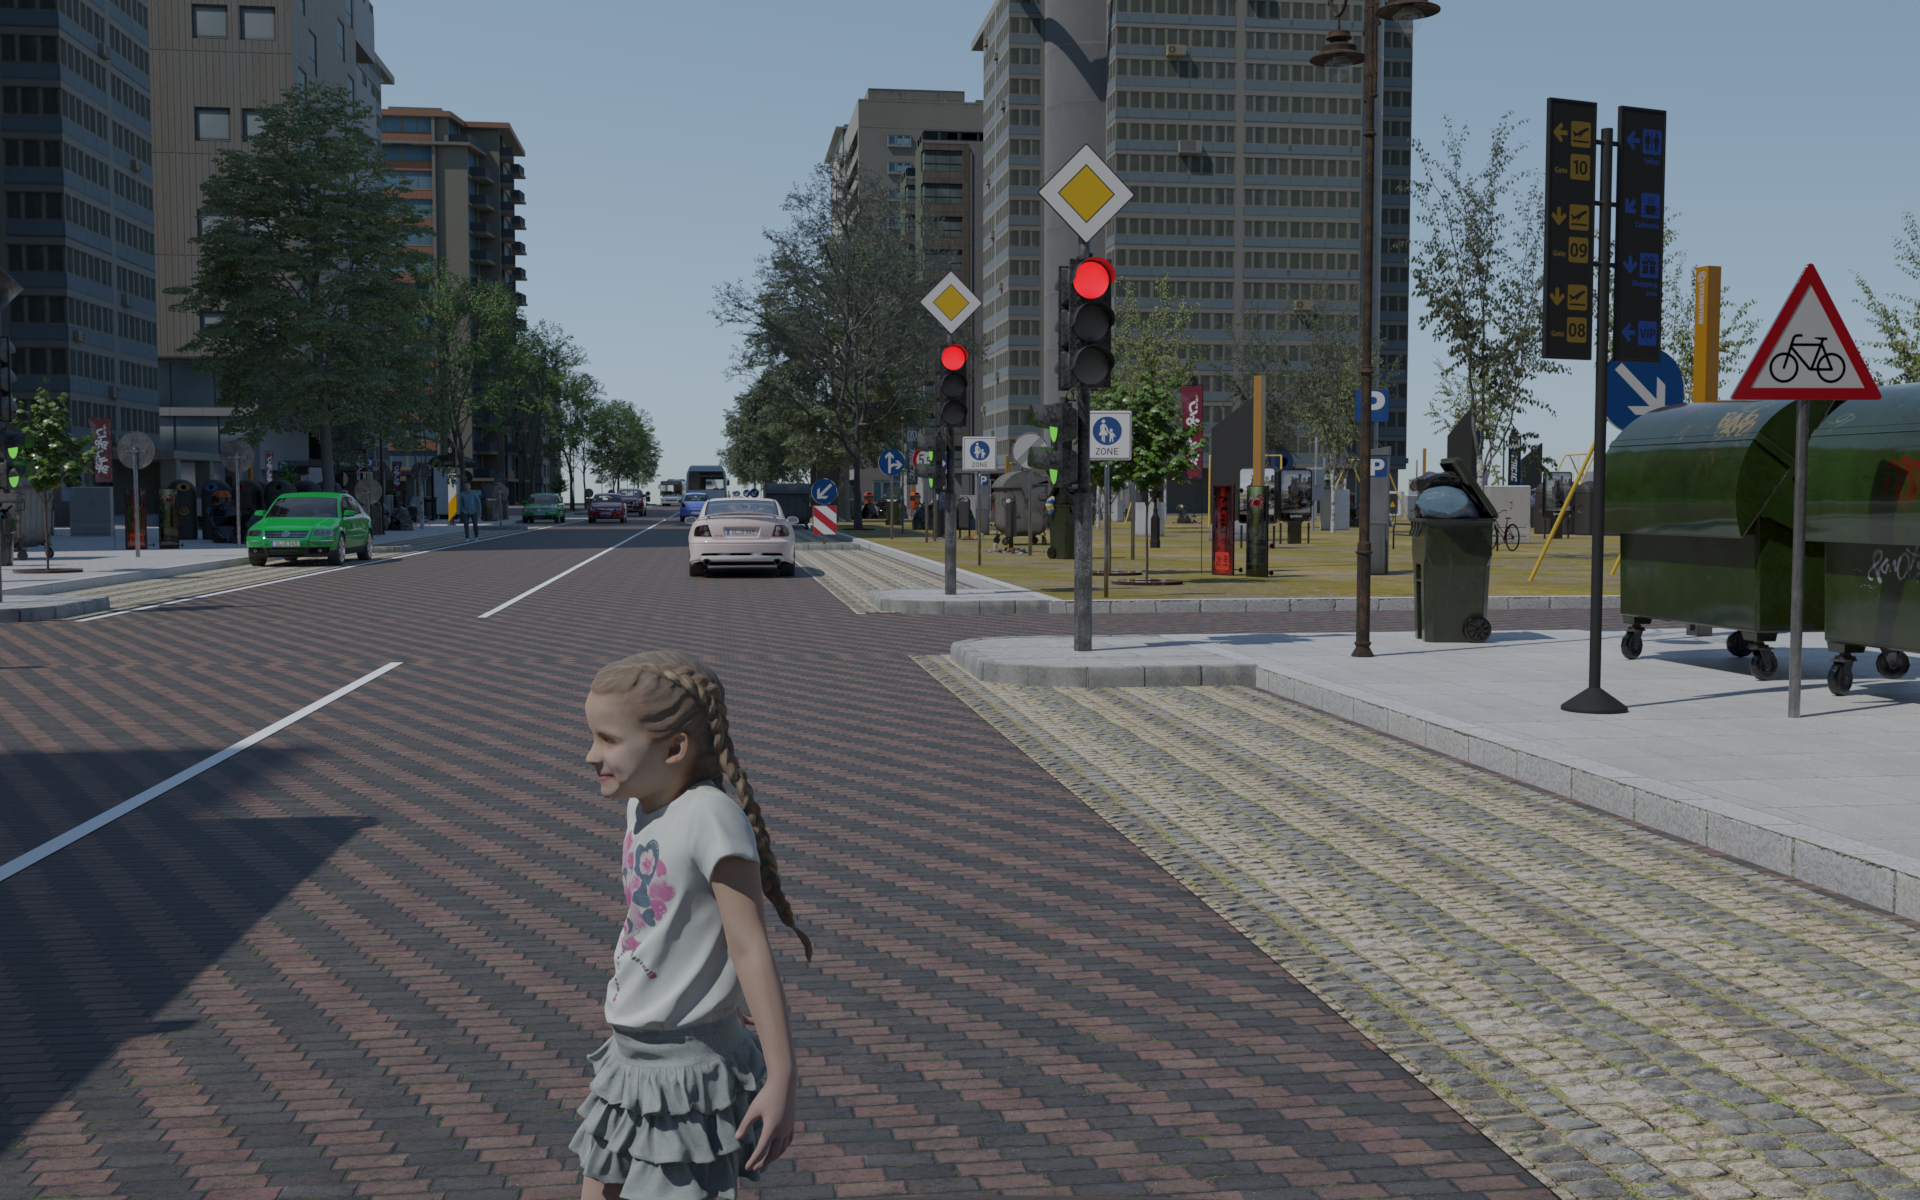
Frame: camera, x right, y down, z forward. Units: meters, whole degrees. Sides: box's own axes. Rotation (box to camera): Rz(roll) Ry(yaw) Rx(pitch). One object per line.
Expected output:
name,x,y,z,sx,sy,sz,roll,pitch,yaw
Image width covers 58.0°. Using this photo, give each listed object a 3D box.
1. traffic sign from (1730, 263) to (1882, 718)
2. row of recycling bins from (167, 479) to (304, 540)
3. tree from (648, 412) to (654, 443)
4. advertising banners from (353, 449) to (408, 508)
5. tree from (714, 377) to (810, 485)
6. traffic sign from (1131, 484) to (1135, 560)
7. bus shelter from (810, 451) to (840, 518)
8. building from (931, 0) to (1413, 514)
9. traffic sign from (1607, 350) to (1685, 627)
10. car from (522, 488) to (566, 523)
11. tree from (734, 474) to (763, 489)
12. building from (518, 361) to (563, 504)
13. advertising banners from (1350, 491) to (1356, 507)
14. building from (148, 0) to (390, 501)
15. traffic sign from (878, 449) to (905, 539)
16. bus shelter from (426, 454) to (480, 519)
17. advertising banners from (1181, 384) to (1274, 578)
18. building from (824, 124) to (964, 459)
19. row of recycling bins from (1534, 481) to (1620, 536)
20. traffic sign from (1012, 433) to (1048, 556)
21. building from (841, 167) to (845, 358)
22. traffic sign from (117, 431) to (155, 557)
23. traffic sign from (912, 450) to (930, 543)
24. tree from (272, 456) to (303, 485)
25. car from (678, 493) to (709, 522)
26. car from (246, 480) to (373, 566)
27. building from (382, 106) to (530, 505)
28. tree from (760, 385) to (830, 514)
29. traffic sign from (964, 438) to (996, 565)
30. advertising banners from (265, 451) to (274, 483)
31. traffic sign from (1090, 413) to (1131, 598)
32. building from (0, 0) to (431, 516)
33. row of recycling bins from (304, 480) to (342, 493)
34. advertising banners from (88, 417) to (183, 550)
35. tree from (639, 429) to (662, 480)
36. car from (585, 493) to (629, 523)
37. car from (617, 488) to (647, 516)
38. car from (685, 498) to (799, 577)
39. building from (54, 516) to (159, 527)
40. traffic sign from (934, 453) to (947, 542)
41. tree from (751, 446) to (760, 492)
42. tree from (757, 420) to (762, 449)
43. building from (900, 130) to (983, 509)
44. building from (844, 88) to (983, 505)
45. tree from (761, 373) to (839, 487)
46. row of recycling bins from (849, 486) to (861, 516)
traffic sign,4.787,-0.603,9.865,0.884,2.594,0.081,0,4,-5
row of recycling bins,-20.556,-2.550,48.813,3.534,1.692,1.069,0,4,-1
tree,-37.172,-15.944,186.435,9.928,11.665,9.643,0,3,0
advertising banners,-22.335,-4.316,66.748,2.074,3.025,0.090,0,3,0
tree,-18.103,-15.107,164.013,9.611,12.733,9.660,0,3,0
traffic sign,3.374,-2.057,33.744,0.768,2.556,0.104,0,4,-4
bus shelter,-7.138,-6.058,90.331,1.731,3.624,6.357,-1,4,-8
building,14.692,-26.385,123.271,32.217,40.220,23.993,0,4,-8
traffic sign,5.845,-0.909,14.962,0.768,2.556,0.104,0,4,-2
car,-20.486,-4.678,85.288,1.959,1.807,4.718,0,4,-8
tree,-28.504,-19.900,243.492,7.486,12.596,7.792,0,3,0
building,-67.665,-23.399,227.608,27.650,21.520,28.899,0,4,-8
advertising banners,20.325,-5.729,89.861,2.074,3.025,0.090,-1,4,-22
building,-50.970,-31.474,103.844,28.713,52.752,27.495,0,4,-8
traffic sign,-1.927,-2.985,48.904,0.768,2.556,0.104,0,4,-5
bus shelter,-26.273,-5.870,89.902,2.014,3.302,5.546,-1,4,-8
advertising banners,4.162,-1.897,27.201,0.090,3.025,2.074,-2,4,-35
building,-3.871,-40.047,244.007,28.713,52.752,27.495,0,4,-8
row of recycling bins,19.486,-2.890,54.362,1.069,1.692,3.534,-2,4,-29
traffic sign,1.460,-2.196,36.006,0.768,2.556,0.104,0,4,0
building,-7.771,-34.997,222.316,14.600,45.320,14.200,0,4,-8
traffic sign,-16.693,-2.140,35.090,0.768,2.556,0.104,0,4,-1
traffic sign,-0.881,-2.793,45.772,0.768,2.556,0.104,0,4,-6
tree,-34.209,-5.707,87.904,1.663,3.219,1.824,0,3,0
car,-13.972,-5.027,91.777,1.945,1.707,3.694,0,4,-8
car,-13.388,-1.652,35.808,1.959,1.807,4.718,0,4,-8
building,-61.666,-33.273,198.630,22.147,44.769,28.867,0,4,-8
tree,-9.879,-9.885,111.975,4.360,8.622,3.978,0,3,0
traffic sign,0.351,-1.769,31.056,0.606,2.300,0.079,0,4,-4
advertising banners,-28.164,-4.477,69.388,0.090,3.025,2.074,1,4,19
traffic sign,1.811,-1.179,21.400,0.606,2.300,0.079,0,4,1
building,-57.267,-26.843,130.761,32.217,40.220,23.993,0,4,-8
row of recycling bins,-19.817,-2.719,51.572,1.069,1.692,3.534,2,4,26
advertising banners,-18.998,-2.676,39.933,0.090,3.025,2.074,3,5,41
tree,-44.192,-18.414,235.487,7.601,10.594,8.767,0,4,5
car,-17.718,-4.773,87.080,2.155,1.783,4.494,-1,4,-9
car,-21.553,-6.378,112.956,2.281,1.827,5.304,0,4,-7
car,-3.970,-1.174,31.556,2.083,1.381,4.827,0,4,-7
building,-47.800,-23.162,70.578,32.217,40.220,23.993,0,4,-8
traffic sign,-0.674,-2.854,46.774,0.768,2.556,0.104,0,4,-1
tree,-20.020,-14.080,180.566,4.360,8.622,3.978,0,3,0
tree,-13.650,-11.149,132.640,4.737,8.622,4.395,0,3,0
building,3.110,-22.622,141.565,14.160,30.474,14.107,0,4,-8
building,-2.191,-35.551,204.963,21.300,48.544,21.600,0,4,-8
tree,-8.136,-9.064,98.555,4.737,8.622,4.395,0,3,0
row of recycling bins,-5.789,-5.251,92.967,1.069,1.692,3.534,0,4,-3
